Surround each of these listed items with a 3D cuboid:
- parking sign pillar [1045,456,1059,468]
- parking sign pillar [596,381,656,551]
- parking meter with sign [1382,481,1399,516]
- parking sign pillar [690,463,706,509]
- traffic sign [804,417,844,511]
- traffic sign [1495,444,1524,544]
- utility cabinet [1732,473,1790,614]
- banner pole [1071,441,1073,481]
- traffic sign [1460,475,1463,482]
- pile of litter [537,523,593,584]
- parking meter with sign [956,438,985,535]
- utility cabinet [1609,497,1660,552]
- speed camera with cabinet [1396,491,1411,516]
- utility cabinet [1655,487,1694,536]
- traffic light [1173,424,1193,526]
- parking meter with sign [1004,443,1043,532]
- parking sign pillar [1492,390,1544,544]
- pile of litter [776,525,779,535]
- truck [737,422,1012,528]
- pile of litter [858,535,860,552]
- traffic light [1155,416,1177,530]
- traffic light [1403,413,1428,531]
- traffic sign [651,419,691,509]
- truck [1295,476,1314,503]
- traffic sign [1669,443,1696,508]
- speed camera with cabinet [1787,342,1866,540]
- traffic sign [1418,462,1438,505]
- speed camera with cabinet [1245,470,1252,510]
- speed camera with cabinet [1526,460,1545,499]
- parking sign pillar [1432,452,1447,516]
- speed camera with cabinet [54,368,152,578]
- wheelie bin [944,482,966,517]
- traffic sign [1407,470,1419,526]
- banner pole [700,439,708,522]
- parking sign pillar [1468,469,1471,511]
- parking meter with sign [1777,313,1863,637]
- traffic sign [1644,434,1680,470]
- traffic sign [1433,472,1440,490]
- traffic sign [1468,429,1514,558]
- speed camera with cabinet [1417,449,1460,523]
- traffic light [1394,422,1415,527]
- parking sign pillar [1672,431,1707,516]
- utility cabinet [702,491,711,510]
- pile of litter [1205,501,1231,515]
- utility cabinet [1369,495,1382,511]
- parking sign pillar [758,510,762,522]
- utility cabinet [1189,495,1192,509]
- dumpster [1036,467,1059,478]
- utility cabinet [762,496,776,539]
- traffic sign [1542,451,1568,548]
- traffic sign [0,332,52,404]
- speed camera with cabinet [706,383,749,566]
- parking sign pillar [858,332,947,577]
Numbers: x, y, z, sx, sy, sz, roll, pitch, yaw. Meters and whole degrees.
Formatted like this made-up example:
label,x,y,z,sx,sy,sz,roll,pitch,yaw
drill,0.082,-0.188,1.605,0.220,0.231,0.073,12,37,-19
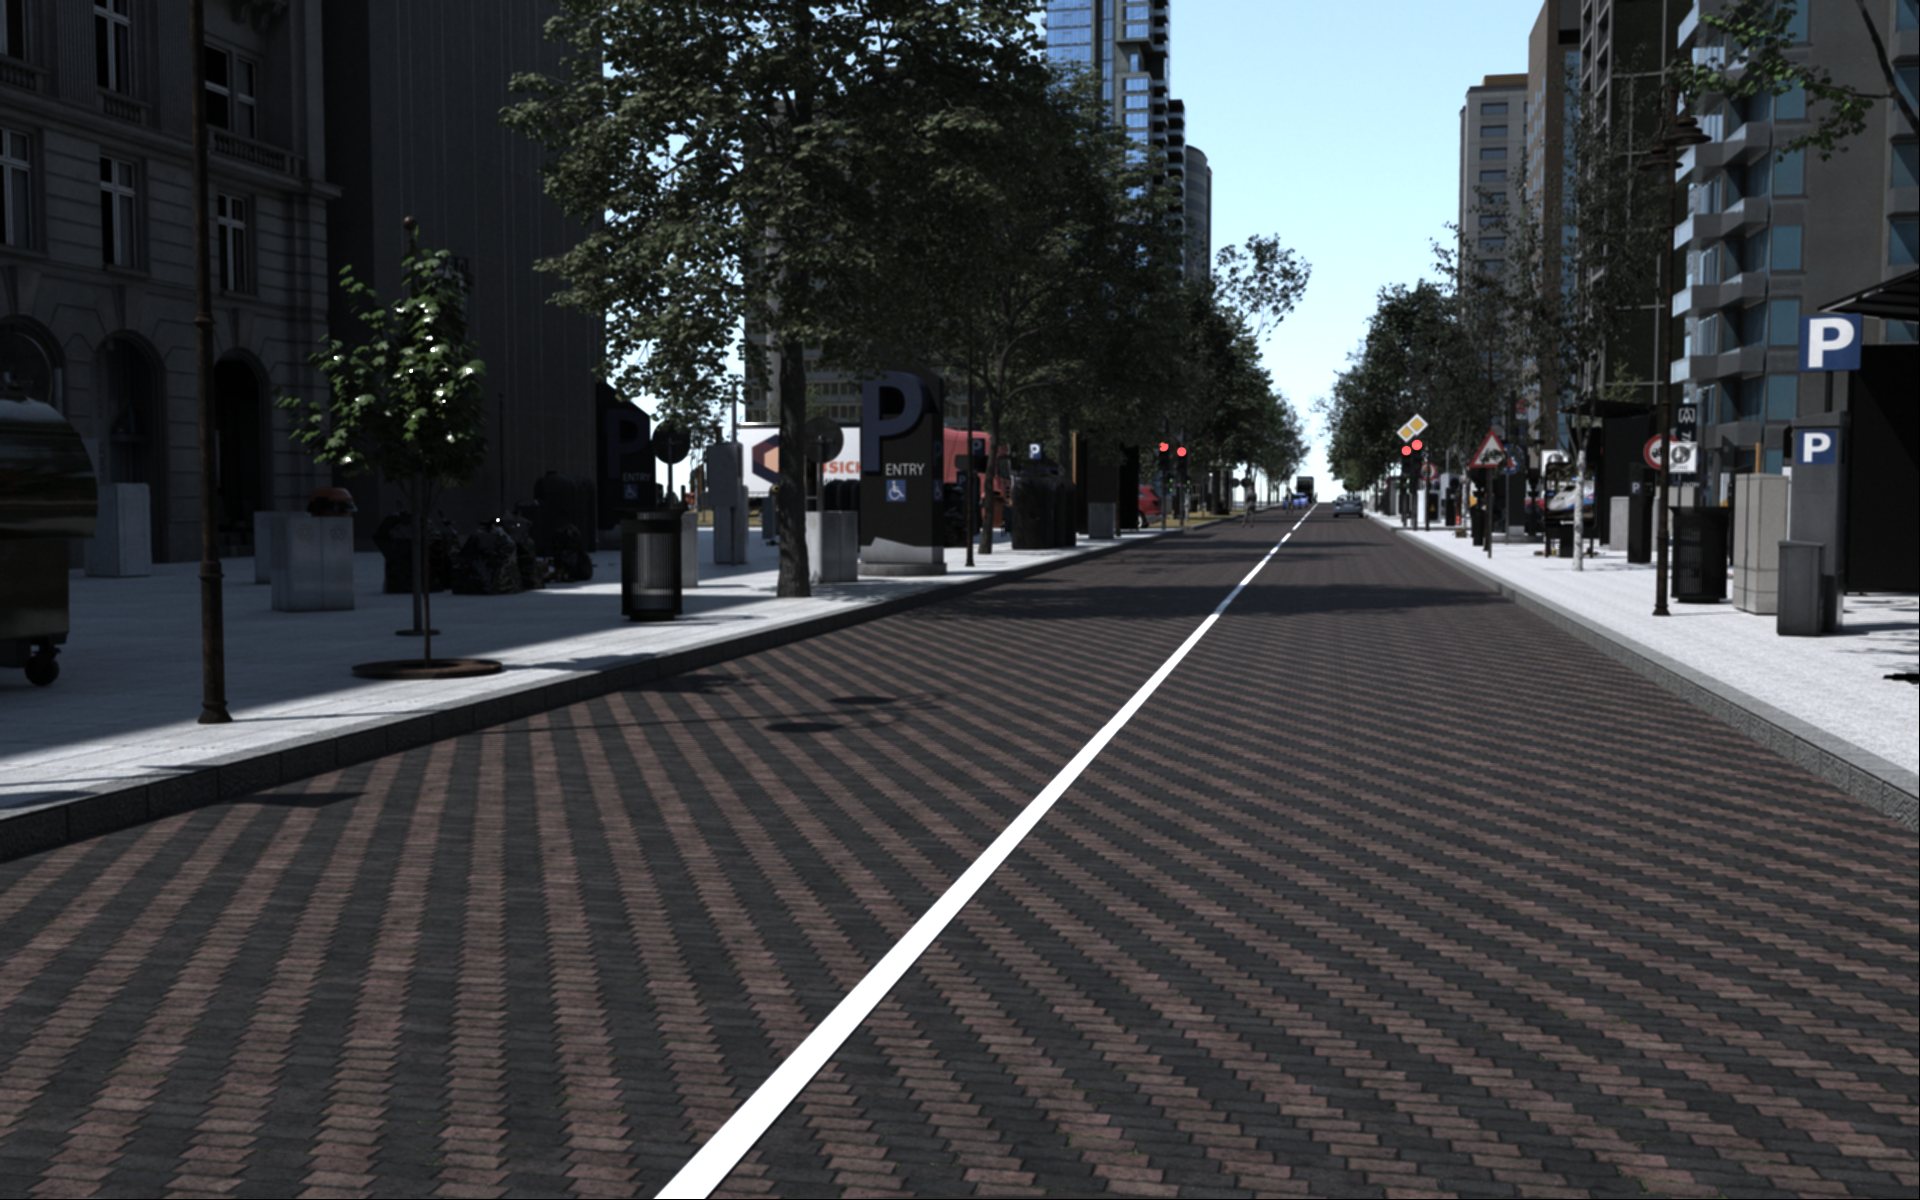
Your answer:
label,x,y,z,sx,sy,sz,roll,pitch,yaw
parking sign pillar,6.786,-8.290,124.018,1.447,3.967,1.447,0,4,-8
parking sign pillar,-7.682,-3.145,39.890,1.447,3.967,1.447,-2,4,-35
parking meter with sign,25.647,-6.460,101.878,1.738,3.016,0.543,2,4,34
parking sign pillar,-22.399,-9.758,148.021,1.447,3.967,1.447,1,4,18
traffic sign,-2.289,-1.737,28.510,0.768,2.556,0.104,1,4,16
traffic sign,13.956,-2.692,44.116,0.768,2.556,0.104,1,4,16
utility cabinet,8.695,-0.619,18.800,0.318,1.500,1.173,1,4,13
banner pole,5.463,-5.602,81.608,0.863,3.779,0.401,3,4,36
traffic sign,31.232,-6.603,108.065,0.768,2.556,0.104,1,4,18
pile of litter,-6.036,-0.703,25.463,1.176,0.858,1.719,1,4,23
parking meter with sign,0.178,-3.504,53.550,0.543,3.016,1.738,2,4,24
utility cabinet,15.141,-1.694,38.853,1.020,1.237,0.306,2,4,32
speed camera with cabinet,26.118,-6.430,99.466,2.038,3.252,0.660,1,4,14
utility cabinet,21.647,-2.687,52.617,1.173,1.500,0.318,2,4,27
traffic light,8.976,-4.950,69.858,0.839,4.253,0.868,1,4,12
parking meter with sign,2.120,-3.827,58.840,0.543,3.016,1.738,2,4,34
parking sign pillar,14.585,-3.480,45.374,1.447,3.967,1.447,1,4,16
pile of litter,-5.535,-2.482,54.544,1.176,0.858,1.719,2,4,34
truck,-2.964,-4.838,68.009,11.283,4.237,2.839,1,4,11
pile of litter,-2.036,-1.496,38.431,1.176,0.858,1.719,-2,4,-35
traffic light,7.325,-4.472,62.045,0.839,4.253,0.868,1,4,12
traffic light,15.852,-4.364,60.266,0.839,4.253,0.868,1,4,12
traffic sign,-4.922,-1.794,29.443,0.768,2.556,0.104,1,4,21
truck,55.373,-17.684,278.044,2.839,4.237,11.283,1,4,13
traffic sign,14.250,-1.968,34.314,0.606,2.300,0.079,1,4,13
speed camera with cabinet,11.372,-1.766,23.207,0.660,3.252,2.038,-1,4,-12
traffic sign,18.364,-4.158,68.088,0.768,2.556,0.104,1,4,16
speed camera with cabinet,23.095,-8.842,138.905,0.660,3.252,2.038,1,4,9
speed camera with cabinet,33.998,-6.552,101.459,2.038,3.252,0.660,-3,4,-38
parking sign pillar,28.090,-6.967,102.389,1.447,3.967,1.447,0,4,-3
speed camera with cabinet,-13.498,-2.002,27.071,2.038,3.252,0.660,2,4,34
wheelie bin,-0.234,-2.380,46.820,0.693,1.594,0.980,2,4,30
traffic sign,17.924,-4.192,68.645,0.768,2.556,0.104,1,4,18
banner pole,-11.597,-5.464,79.356,0.401,3.779,0.863,2,4,32
parking sign pillar,39.171,-8.749,131.513,1.447,3.967,1.447,3,5,41
parking meter with sign,8.016,-1.220,16.205,0.543,3.016,1.738,2,4,32
traffic sign,14.830,-2.231,36.579,0.768,2.556,0.104,1,4,18
traffic sign,27.537,-6.135,100.421,0.768,2.556,0.104,1,4,12
traffic sign,10.593,-2.113,34.556,0.884,2.594,0.081,1,4,21
speed camera with cabinet,21.089,-5.016,76.347,2.038,3.252,0.660,-2,4,-27
traffic light,17.503,-4.842,68.080,0.839,4.253,0.868,1,4,12
parking sign pillar,30.931,-5.198,73.464,1.447,3.967,1.447,3,5,41
utility cabinet,-20.119,-7.854,137.096,0.318,1.500,1.173,3,5,45
pile of litter,15.825,-5.646,106.271,1.719,0.858,1.176,0,4,1
utility cabinet,32.446,-7.585,135.169,0.306,1.237,1.020,-3,5,-40
parking sign pillar,-8.475,-5.526,78.830,1.447,3.967,1.447,0,4,5
utility cabinet,18.787,-7.962,141.338,0.306,1.237,1.020,2,4,29
dumpster,3.156,-3.673,62.548,1.502,2.255,1.985,1,4,12
utility cabinet,-5.537,-2.382,50.115,0.306,1.237,1.020,0,4,0
traffic sign,13.994,-2.364,40.780,0.606,2.300,0.079,1,4,21
traffic sign,-7.488,-0.830,13.669,0.768,2.556,0.104,1,4,16
speed camera with cabinet,-4.234,-2.278,31.575,0.660,3.252,2.038,0,4,-2
parking sign pillar,-0.925,-2.384,27.457,1.447,3.967,1.447,2,4,26
